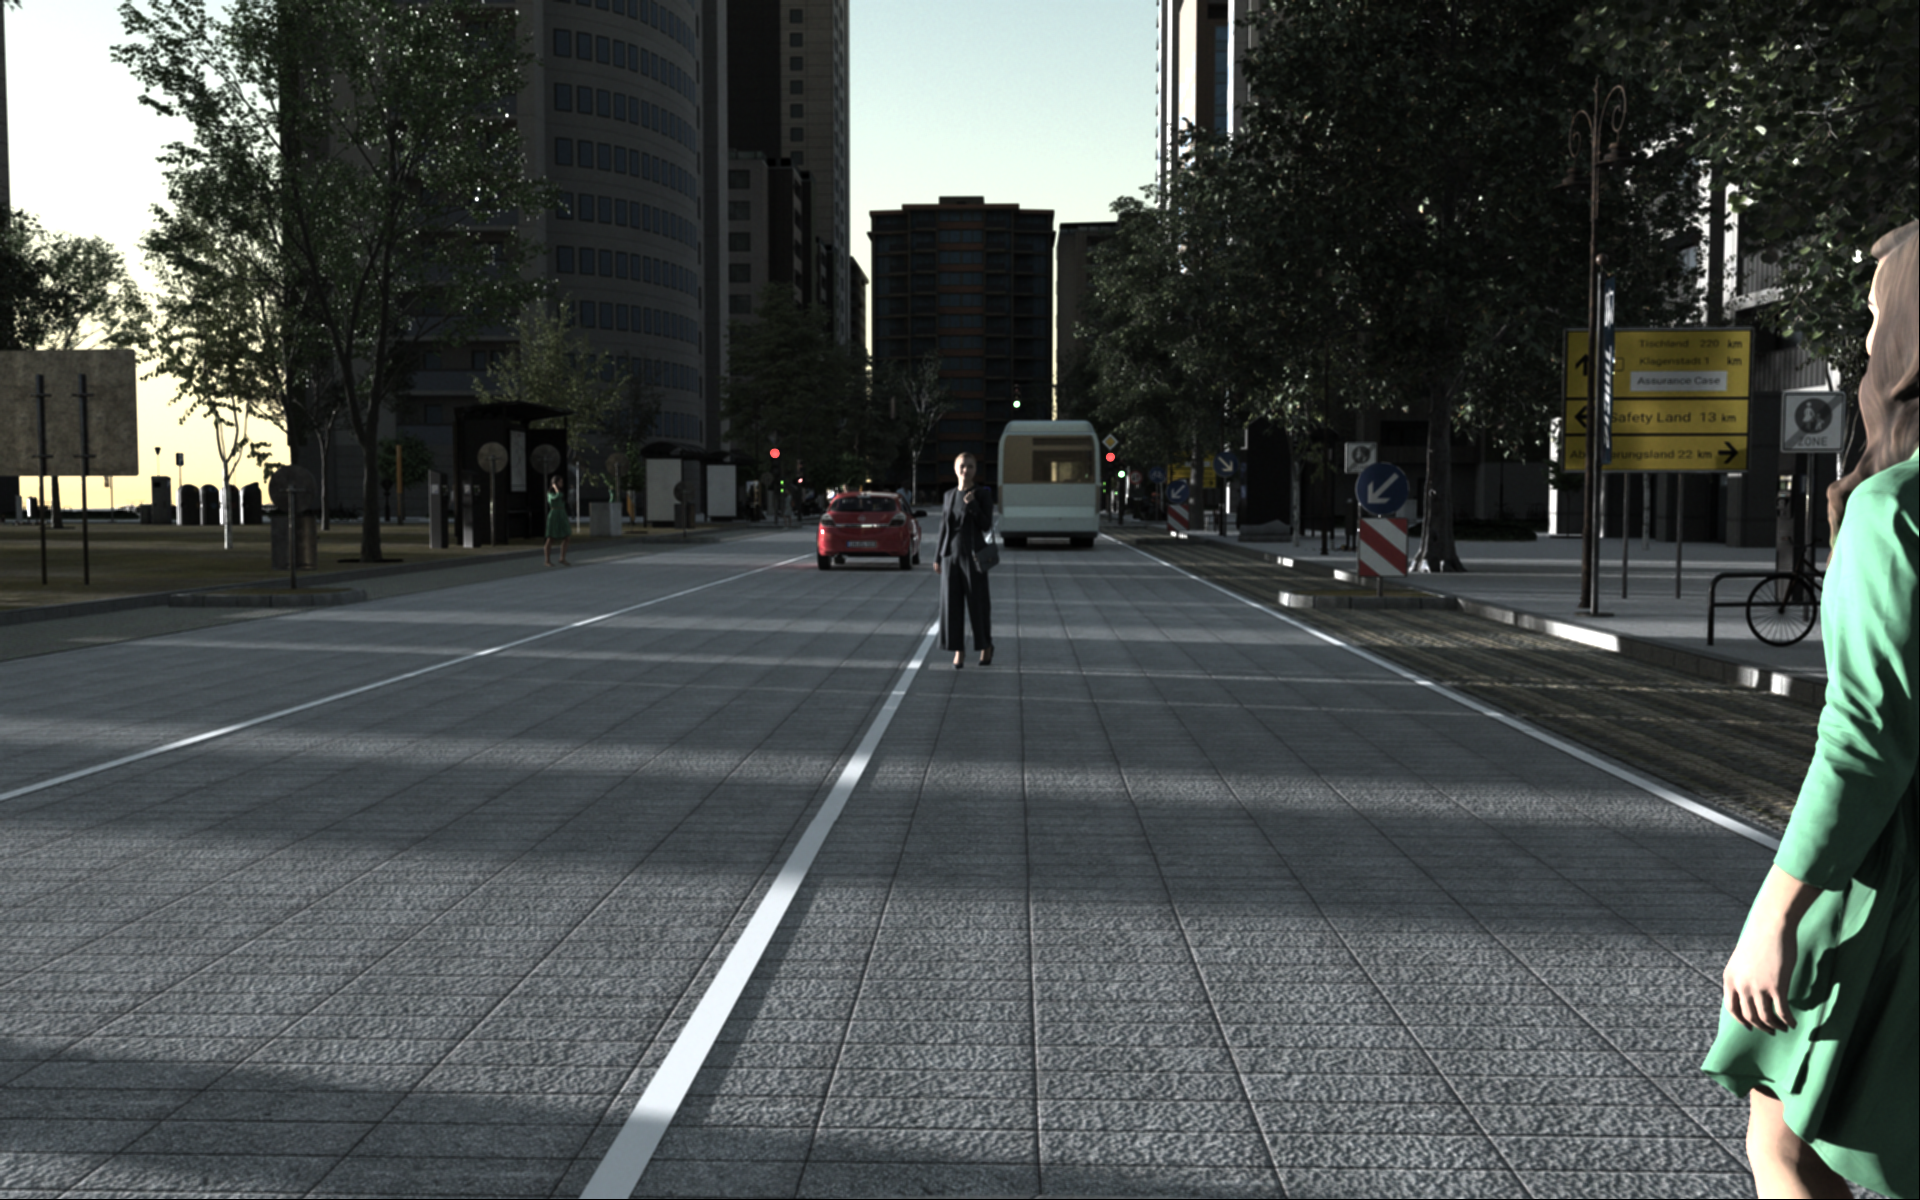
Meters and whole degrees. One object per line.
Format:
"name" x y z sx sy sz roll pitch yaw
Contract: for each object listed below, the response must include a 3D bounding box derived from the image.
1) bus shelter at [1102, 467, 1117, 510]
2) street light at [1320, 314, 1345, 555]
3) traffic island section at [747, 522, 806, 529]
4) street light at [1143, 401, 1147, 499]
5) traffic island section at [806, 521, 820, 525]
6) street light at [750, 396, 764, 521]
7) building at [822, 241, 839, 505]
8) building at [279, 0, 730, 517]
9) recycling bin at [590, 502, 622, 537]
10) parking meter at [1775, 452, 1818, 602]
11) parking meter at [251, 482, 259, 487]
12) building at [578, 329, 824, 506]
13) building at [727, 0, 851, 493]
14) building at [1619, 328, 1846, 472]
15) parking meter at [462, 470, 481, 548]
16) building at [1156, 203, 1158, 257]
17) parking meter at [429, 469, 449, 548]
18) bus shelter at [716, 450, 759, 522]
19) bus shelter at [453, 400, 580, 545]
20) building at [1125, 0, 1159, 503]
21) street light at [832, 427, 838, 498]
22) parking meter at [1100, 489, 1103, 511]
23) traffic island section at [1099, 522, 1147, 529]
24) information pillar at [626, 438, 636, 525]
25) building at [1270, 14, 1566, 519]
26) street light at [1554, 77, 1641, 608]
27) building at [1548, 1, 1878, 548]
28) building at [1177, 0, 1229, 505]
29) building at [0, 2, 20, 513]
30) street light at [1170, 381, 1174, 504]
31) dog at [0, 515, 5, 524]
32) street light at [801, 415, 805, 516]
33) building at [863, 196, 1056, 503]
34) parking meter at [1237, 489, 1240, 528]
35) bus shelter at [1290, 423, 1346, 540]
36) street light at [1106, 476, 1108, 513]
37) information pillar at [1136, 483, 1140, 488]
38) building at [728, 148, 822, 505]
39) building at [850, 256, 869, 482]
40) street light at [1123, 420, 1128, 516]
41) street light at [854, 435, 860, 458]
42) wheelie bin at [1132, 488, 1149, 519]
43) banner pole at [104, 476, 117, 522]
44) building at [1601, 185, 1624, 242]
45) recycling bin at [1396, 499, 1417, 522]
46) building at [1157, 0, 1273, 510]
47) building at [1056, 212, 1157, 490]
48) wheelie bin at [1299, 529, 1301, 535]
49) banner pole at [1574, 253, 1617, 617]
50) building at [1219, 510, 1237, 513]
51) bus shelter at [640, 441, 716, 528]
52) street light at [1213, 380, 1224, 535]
"bus shelter" 12.104 -9.357 144.270 1.731 3.624 6.357 0 4 2
"street light" 7.709 -3.894 36.460 0.468 5.910 1.993 0 4 2
"traffic island section" -7.725 -3.081 72.647 2.009 0.180 2.903 0 4 2
"street light" 9.167 -6.883 85.324 0.468 5.910 1.993 0 4 2
"traffic island section" -7.478 -3.569 80.628 2.009 0.180 2.903 0 4 2
"street light" -9.547 -6.647 81.463 0.468 5.910 1.993 0 4 2
"building" -21.251 -25.745 192.632 14.160 30.474 14.107 0 4 2
"building" -27.305 -34.641 108.376 21.231 58.520 28.212 0 4 2
"recycling bin" -10.615 -2.407 51.903 0.722 1.027 0.722 1 4 18
"parking meter" 9.682 -0.877 20.058 0.399 1.863 0.255 -1 4 -19
"parking meter" -33.976 -4.752 83.405 0.255 1.863 0.399 1 4 23
"building" -28.842 -19.977 171.666 27.650 21.520 28.899 0 4 2
"building" -24.527 -47.355 212.506 20.611 71.187 20.563 0 4 2
"building" 57.480 -15.543 99.161 28.899 21.520 27.650 0 4 2
"parking meter" -11.725 -2.196 41.621 0.399 1.863 0.255 2 4 33
"building" 39.721 -38.656 255.730 21.600 48.544 21.300 0 4 2
"parking meter" -12.336 -2.160 41.019 0.399 1.863 0.255 1 4 22
"bus shelter" -10.973 -5.412 82.407 2.014 3.302 5.546 0 4 2
"bus shelter" -11.799 -3.377 46.490 1.731 3.624 6.357 0 4 2
"building" 32.001 -54.600 205.386 22.319 86.520 31.000 0 4 2
"street light" -8.396 -8.763 116.055 0.468 5.910 1.993 0 4 2
"parking meter" 10.323 -7.473 127.890 0.399 1.863 0.255 2 4 24
"traffic island section" 6.709 -3.053 72.198 2.009 0.180 2.903 0 4 2
"information pillar" -13.815 -4.971 72.628 0.183 3.616 0.504 -3 4 -39
"building" 24.650 -19.707 93.903 14.107 30.474 14.160 0 4 2
"street light" 7.067 -2.849 19.366 0.468 5.910 1.993 0 4 2
"building" 28.988 -37.017 43.475 20.563 71.187 20.611 0 4 2
"building" 25.908 -30.305 145.599 14.600 45.320 14.200 0 4 2
"building" -68.845 -40.195 95.440 20.611 71.187 20.563 0 4 2
"street light" 8.686 -6.020 71.215 0.468 5.910 1.993 0 4 2
"dog" -43.211 -3.594 78.045 0.406 0.507 0.540 -3 5 -40
"street light" -8.934 -7.717 98.957 0.468 5.910 1.993 0 4 2
"building" -0.406 -36.865 257.372 28.867 44.769 22.147 0 4 2
"parking meter" 10.532 -3.445 64.738 0.372 1.533 0.369 0 3 0
"bus shelter" 9.811 -3.489 50.977 2.014 3.302 5.546 0 4 2
"street light" 10.219 -8.994 119.846 0.468 5.910 1.993 0 4 2
"information pillar" 12.278 -7.072 120.125 0.304 2.012 0.304 3 5 42
"building" -19.968 -23.052 148.596 14.160 30.474 14.107 0 4 2
"building" -26.695 -34.995 264.050 23.993 40.220 32.217 0 4 2
"street light" 9.686 -7.929 102.423 0.468 5.910 1.993 0 4 2
"street light" -7.893 -9.808 133.153 0.468 5.910 1.993 0 4 2
"wheelie bin" 9.327 -4.987 89.447 0.980 1.594 0.693 3 4 37
"banner pole" -39.819 -5.565 81.009 0.863 3.779 0.401 2 4 35
"building" 72.631 -35.923 211.036 21.600 48.544 21.300 0 4 2
"recycling bin" 20.805 -4.170 80.740 0.722 1.027 0.722 -1 4 -18
"building" 30.735 -38.821 176.715 21.231 58.520 28.212 0 4 2
"building" 21.188 -34.821 252.921 14.086 41.232 14.154 0 4 2
"wheelie bin" 10.581 -2.851 54.524 0.693 1.594 0.980 1 4 16
"banner pole" 6.643 -1.705 17.891 0.401 3.779 0.863 1 4 8
"building" 28.578 -35.104 115.948 21.231 58.520 28.212 0 4 2
"bus shelter" -11.241 -4.558 68.451 2.014 3.302 5.546 0 4 2
"street light" 8.109 -4.940 53.562 0.468 5.910 1.993 0 4 2
